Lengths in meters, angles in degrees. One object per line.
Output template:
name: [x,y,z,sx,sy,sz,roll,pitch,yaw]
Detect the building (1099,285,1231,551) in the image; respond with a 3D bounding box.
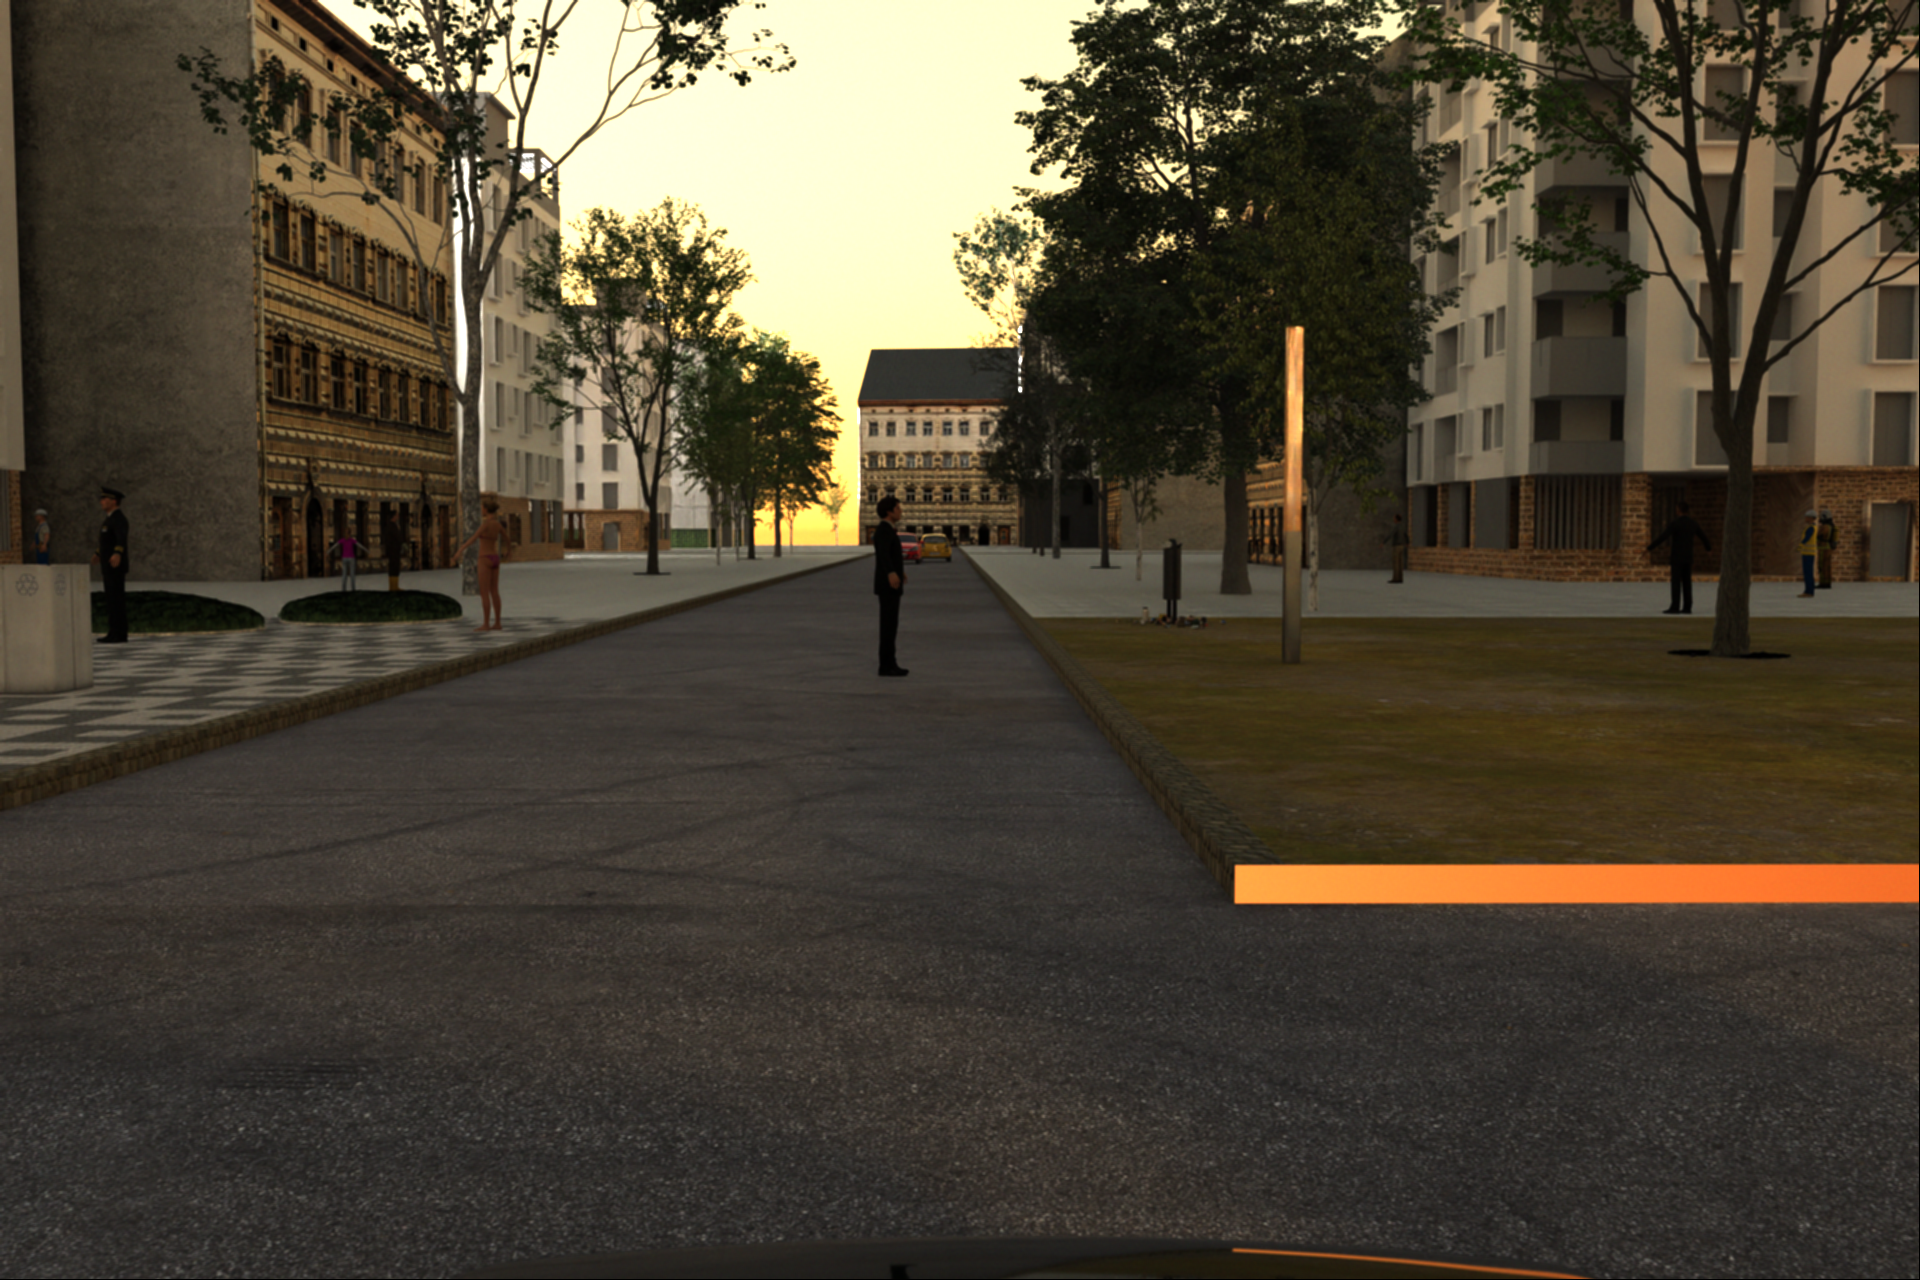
building: [21.653,-19.097,143.163,19.493,23.208,18.063,0,4,0]

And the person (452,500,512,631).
person: [-6.311,-0.990,22.985,0.721,1.733,1.217,1,4,21]

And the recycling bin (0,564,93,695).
recycling bin: [-7.610,-0.098,14.149,0.722,1.027,0.722,0,4,-1]

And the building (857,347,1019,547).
building: [-1.461,-22.624,203.293,18.063,23.208,19.493,0,4,7]

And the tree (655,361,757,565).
tree: [-10.189,-7.406,71.444,4.737,8.622,4.395,0,3,0]

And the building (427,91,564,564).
building: [-25.061,-13.397,75.460,16.016,20.090,11.380,0,4,-1]

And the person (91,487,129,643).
person: [-10.026,-0.889,20.464,0.705,1.837,1.347,-2,4,-35]

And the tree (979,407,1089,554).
tree: [5.040,-10.916,112.886,8.767,10.594,7.601,2,4,26]

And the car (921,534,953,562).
car: [-1.333,-4.895,90.249,2.015,1.641,3.980,0,4,-2]

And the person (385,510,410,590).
person: [-12.442,-1.960,38.176,0.704,1.812,1.346,-2,4,-34]

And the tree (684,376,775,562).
tree: [-10.423,-7.931,80.028,4.737,8.622,4.395,0,3,0]

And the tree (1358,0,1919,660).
tree: [8.028,-5.622,17.683,9.928,11.665,9.643,0,3,0]

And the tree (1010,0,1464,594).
tree: [5.801,-7.952,36.678,9.857,13.997,8.962,0,3,0]

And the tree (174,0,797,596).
tree: [-9.893,-11.080,37.053,12.611,20.169,13.585,0,3,0]

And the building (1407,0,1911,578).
building: [20.754,-12.369,58.652,16.016,20.090,11.380,0,3,0]

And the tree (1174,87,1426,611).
tree: [5.772,-4.779,28.494,4.737,8.622,4.395,0,3,0]

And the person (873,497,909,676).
person: [-0.689,-0.547,17.582,0.705,1.806,1.347,0,4,2]

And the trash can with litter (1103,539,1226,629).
trash can with litter: [2.954,-0.821,24.486,1.678,1.210,2.233,0,4,-2]

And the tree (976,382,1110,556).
tree: [4.878,-10.188,100.982,8.767,10.594,7.601,1,4,10]

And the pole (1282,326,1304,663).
pole: [3.295,-1.425,17.141,0.158,3.312,0.155,0,3,0]

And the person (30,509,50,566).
person: [-20.698,-2.028,39.009,0.705,1.847,1.347,-3,4,-38]

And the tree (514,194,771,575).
tree: [-9.790,-7.864,54.334,9.928,11.665,9.643,0,3,0]

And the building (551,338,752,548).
building: [-31.047,-18.694,172.104,16.747,18.905,31.486,0,4,1]

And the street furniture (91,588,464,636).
street furniture: [-12.573,-0.552,24.649,10.072,0.657,5.734,0,4,4]

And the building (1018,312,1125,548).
building: [19.790,-20.309,176.021,27.936,21.610,32.646,0,4,0]

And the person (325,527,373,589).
person: [-13.021,-1.691,36.910,0.991,1.433,0.599,-1,4,-9]

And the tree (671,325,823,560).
tree: [-10.701,-9.890,87.457,9.928,11.665,9.643,0,3,0]

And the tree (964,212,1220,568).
tree: [5.335,-9.437,64.667,12.009,13.543,11.850,0,3,0]

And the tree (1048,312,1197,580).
tree: [5.173,-5.966,47.913,4.360,8.622,3.978,0,3,0]

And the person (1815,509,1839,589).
person: [20.324,-2.139,40.735,1.354,1.858,0.705,-3,4,-39]

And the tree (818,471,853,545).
tree: [-14.592,-15.375,201.747,4.737,8.622,4.395,0,3,0]

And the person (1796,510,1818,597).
person: [17.178,-1.759,35.221,0.721,1.772,1.216,2,4,35]

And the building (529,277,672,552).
building: [-28.532,-16.669,128.953,16.016,20.090,11.380,0,4,-1]

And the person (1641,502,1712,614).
person: [11.611,-1.327,27.918,1.346,1.802,0.704,-1,4,-18]

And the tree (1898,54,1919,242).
tree: [17.776,-6.061,24.854,9.928,11.665,9.643,0,3,0]

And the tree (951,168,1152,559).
tree: [6.207,-14.263,89.082,12.611,20.169,13.585,0,3,0]

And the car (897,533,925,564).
car: [-2.790,-4.591,84.100,2.155,1.783,4.494,0,4,0]

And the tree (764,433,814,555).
tree: [-10.516,-9.656,108.245,4.360,8.622,3.978,0,3,0]

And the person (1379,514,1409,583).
person: [11.421,-2.387,45.300,1.348,1.796,0.705,-3,5,-44]

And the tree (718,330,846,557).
tree: [-10.134,-10.947,97.109,7.486,12.596,7.792,0,3,0]

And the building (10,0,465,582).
building: [-27.948,-13.701,54.948,19.493,23.208,18.063,0,3,0]

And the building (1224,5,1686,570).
building: [21.749,-14.650,70.458,19.493,23.208,18.063,0,3,0]
